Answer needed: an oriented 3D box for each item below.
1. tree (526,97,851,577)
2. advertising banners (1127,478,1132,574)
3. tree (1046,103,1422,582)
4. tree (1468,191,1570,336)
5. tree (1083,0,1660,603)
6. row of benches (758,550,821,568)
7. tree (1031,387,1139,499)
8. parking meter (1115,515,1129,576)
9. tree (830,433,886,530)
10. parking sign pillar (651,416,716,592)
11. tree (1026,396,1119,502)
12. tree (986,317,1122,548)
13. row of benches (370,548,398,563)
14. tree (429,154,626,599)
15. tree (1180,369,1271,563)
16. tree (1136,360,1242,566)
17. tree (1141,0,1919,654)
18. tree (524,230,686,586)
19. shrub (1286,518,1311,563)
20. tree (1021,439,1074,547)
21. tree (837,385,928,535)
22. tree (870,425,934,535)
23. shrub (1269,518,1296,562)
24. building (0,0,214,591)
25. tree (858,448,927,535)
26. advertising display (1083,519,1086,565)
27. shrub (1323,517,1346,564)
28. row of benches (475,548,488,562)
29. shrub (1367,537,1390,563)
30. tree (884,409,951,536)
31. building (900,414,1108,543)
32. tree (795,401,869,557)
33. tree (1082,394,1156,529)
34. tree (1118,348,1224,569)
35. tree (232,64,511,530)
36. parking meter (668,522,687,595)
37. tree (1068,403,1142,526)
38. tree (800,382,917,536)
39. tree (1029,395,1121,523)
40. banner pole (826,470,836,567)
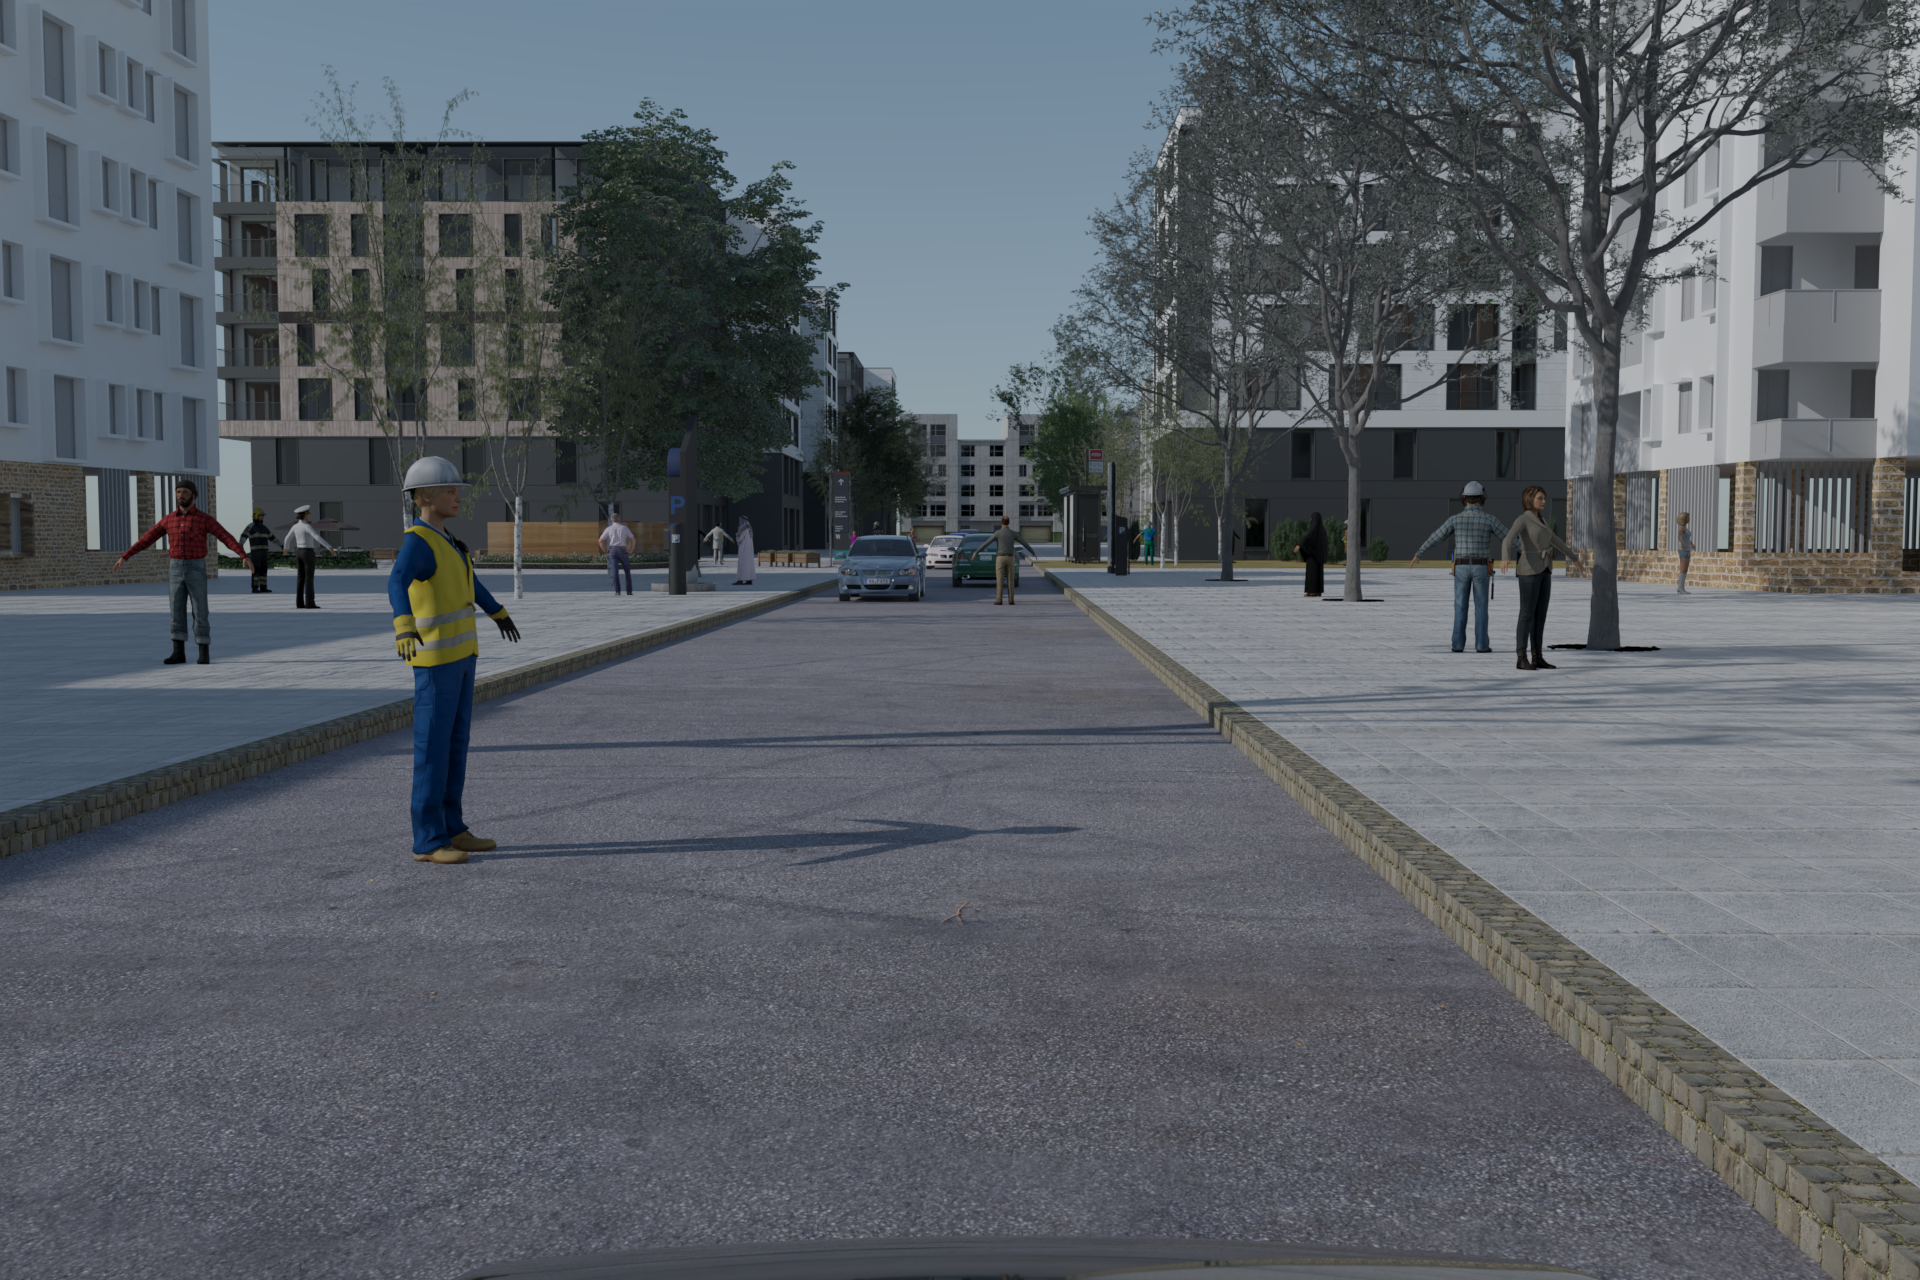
[{"bbox_3d":[-8.062,-8.832,51.062,9.857,13.997,8.962,0,3,0],"label":"tree"},{"bbox_3d":[5.392,-3.619,55.363,0.090,3.025,2.074,0,4,1],"label":"advertising banners"},{"bbox_3d":[7.412,-8.349,46.880,12.009,13.543,11.850,0,3,0],"label":"tree"},{"bbox_3d":[27.493,-13.247,72.470,12.611,20.169,13.585,0,3,0],"label":"tree"},{"bbox_3d":[7.423,-7.466,32.436,12.009,13.543,11.850,0,3,0],"label":"tree"},{"bbox_3d":[-6.618,-3.169,67.276,1.422,0.672,4.104,-2,4,-34],"label":"row of benches"},{"bbox_3d":[8.776,-11.906,120.411,9.928,11.665,9.643,0,3,0],"label":"tree"},{"bbox_3d":[5.001,-2.920,53.448,0.399,1.863,0.255,0,4,1],"label":"parking meter"},{"bbox_3d":[-7.354,-10.220,117.465,4.360,8.622,3.978,0,3,0],"label":"tree"},{"bbox_3d":[-6.207,-3.079,38.818,1.447,3.967,1.447,0,4,2],"label":"parking sign pillar"},{"bbox_3d":[8.874,-12.513,130.351,9.928,11.665,9.643,0,3,0],"label":"tree"},{"bbox_3d":[8.580,-18.138,152.440,12.611,20.169,13.585,0,3,0],"label":"tree"},{"bbox_3d":[-24.449,-3.801,77.611,4.104,0.672,1.422,0,4,0],"label":"row of benches"},{"bbox_3d":[-8.768,-5.106,33.842,4.360,8.622,3.978,0,3,0],"label":"tree"},{"bbox_3d":[11.599,-7.754,77.148,4.360,8.622,3.978,0,3,0],"label":"tree"},{"bbox_3d":[8.701,-7.357,70.642,4.360,8.622,3.978,0,3,0],"label":"tree"},{"bbox_3d":[7.108,-6.640,18.939,12.009,13.543,11.850,0,3,0],"label":"tree"},{"bbox_3d":[-8.521,-5.604,41.989,4.360,8.622,3.978,0,3,0],"label":"tree"},{"bbox_3d":[15.470,-4.522,77.969,1.661,2.075,1.752,0,3,0],"label":"shrub"},{"bbox_3d":[9.998,-14.873,168.936,9.928,11.665,9.643,0,3,0],"label":"tree"},{"bbox_3d":[-6.282,-13.121,132.660,7.486,12.596,7.792,0,3,0],"label":"tree"},{"bbox_3d":[-5.648,-12.770,143.208,7.601,10.594,8.767,-1,4,-21],"label":"tree"},{"bbox_3d":[15.227,-4.686,80.661,1.661,2.075,1.752,0,3,0],"label":"shrub"},{"bbox_3d":[-26.532,-11.014,36.497,16.016,20.090,11.380,0,4,1],"label":"building"},{"bbox_3d":[-6.370,-13.374,153.083,7.601,10.594,8.767,1,4,13],"label":"tree"},{"bbox_3d":[5.226,-4.128,72.702,0.123,1.923,0.974,0,4,2],"label":"advertising display"},{"bbox_3d":[15.705,-4.233,73.251,1.661,2.075,1.752,0,3,0],"label":"shrub"},{"bbox_3d":[-20.349,-3.958,80.180,4.104,0.672,1.422,-2,4,-35],"label":"row of benches"},{"bbox_3d":[18.802,-4.081,77.845,1.383,1.207,1.383,0,3,0],"label":"shrub"},{"bbox_3d":[-5.776,-15.821,169.043,12.009,13.543,11.850,0,3,0],"label":"tree"},{"bbox_3d":[6.693,-24.003,261.360,31.486,18.905,16.747,0,4,-2],"label":"building"},{"bbox_3d":[-7.190,-8.911,96.052,4.360,8.622,3.978,0,3,0],"label":"tree"},{"bbox_3d":[8.268,-8.553,90.197,4.360,8.622,3.978,0,3,0],"label":"tree"},{"bbox_3d":[7.366,-6.954,64.062,4.360,8.622,3.978,0,3,0],"label":"tree"},{"bbox_3d":[-8.598,-4.719,27.519,4.360,8.622,3.978,0,3,0],"label":"tree"},{"bbox_3d":[-5.950,-1.716,36.469,0.372,1.533,0.369,0,3,0],"label":"parking meter"},{"bbox_3d":[8.174,-8.797,94.190,4.360,8.622,3.978,0,3,0],"label":"tree"},{"bbox_3d":[-6.134,-10.472,105.632,7.601,10.594,8.767,-1,4,-17],"label":"tree"},{"bbox_3d":[9.530,-13.618,140.784,7.486,12.596,7.792,0,3,0],"label":"tree"},{"bbox_3d":[-5.035,-4.752,67.718,0.401,3.779,0.863,0,4,1],"label":"banner pole"}]
